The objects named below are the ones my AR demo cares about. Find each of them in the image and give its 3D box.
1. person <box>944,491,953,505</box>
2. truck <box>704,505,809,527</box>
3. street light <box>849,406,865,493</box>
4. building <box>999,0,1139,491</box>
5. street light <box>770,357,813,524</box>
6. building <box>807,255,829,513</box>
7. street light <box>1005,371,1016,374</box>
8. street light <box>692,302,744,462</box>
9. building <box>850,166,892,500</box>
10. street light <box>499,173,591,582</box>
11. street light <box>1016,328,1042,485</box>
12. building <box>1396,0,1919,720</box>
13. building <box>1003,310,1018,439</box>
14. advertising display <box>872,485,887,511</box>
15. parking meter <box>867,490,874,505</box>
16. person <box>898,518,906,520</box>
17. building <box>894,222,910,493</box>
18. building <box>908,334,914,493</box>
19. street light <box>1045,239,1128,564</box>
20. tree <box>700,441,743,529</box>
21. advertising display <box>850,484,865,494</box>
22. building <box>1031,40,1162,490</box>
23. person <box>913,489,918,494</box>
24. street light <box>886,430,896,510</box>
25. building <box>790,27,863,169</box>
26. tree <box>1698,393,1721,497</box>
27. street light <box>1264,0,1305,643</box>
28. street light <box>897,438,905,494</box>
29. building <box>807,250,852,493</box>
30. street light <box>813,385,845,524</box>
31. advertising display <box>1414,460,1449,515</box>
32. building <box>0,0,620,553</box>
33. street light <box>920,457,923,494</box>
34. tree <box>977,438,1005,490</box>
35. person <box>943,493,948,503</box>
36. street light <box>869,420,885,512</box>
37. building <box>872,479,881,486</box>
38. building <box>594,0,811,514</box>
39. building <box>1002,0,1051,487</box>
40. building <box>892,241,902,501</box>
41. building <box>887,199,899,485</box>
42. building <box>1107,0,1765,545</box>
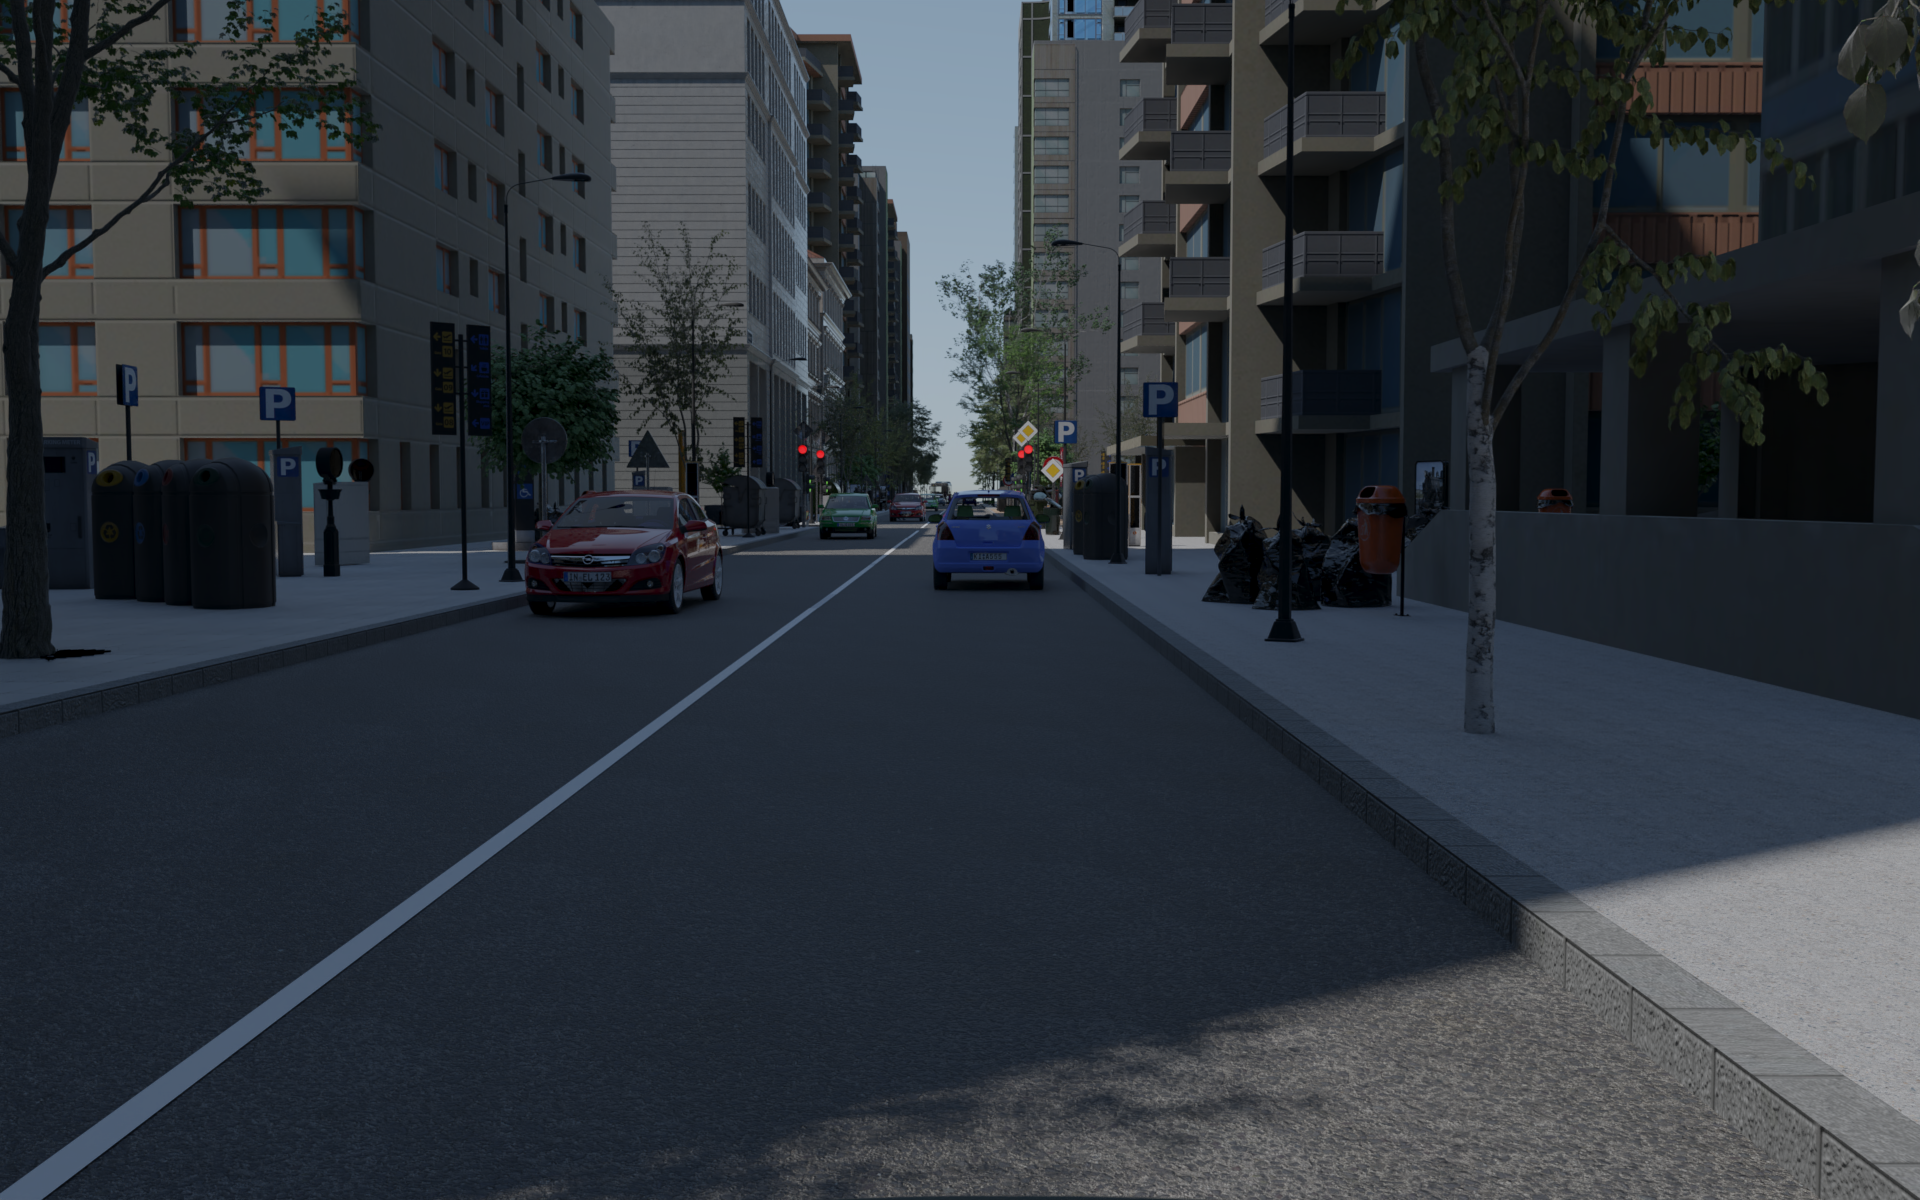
[{"bbox_3d":[-1.048,-9.813,169.619,1.217,1.739,0.721,-2,4,-33],"label":"person"},{"bbox_3d":[-15.681,-4.966,70.952,18.799,4.110,2.967,0,4,1],"label":"truck"},{"bbox_3d":[-5.767,-7.297,91.848,1.470,5.913,1.316,0,4,0],"label":"street light"},{"bbox_3d":[18.020,-59.883,291.764,22.319,86.520,31.000,0,4,0],"label":"building"},{"bbox_3d":[-5.888,-5.283,58.912,1.470,5.913,1.316,0,4,0],"label":"street light"},{"bbox_3d":[-14.806,-15.425,116.824,10.561,19.102,19.286,0,4,0],"label":"building"},{"bbox_3d":[2.418,-5.692,65.604,1.470,5.913,1.316,0,4,0],"label":"street light"},{"bbox_3d":[-5.913,-4.247,41.984,1.470,5.913,1.316,0,4,0],"label":"street light"},{"bbox_3d":[-16.021,-32.179,209.728,14.154,41.232,14.086,0,4,0],"label":"building"},{"bbox_3d":[-6.028,-3.221,25.201,1.470,5.913,1.316,0,4,0],"label":"street light"},{"bbox_3d":[2.396,-4.649,48.545,1.470,5.913,1.316,0,4,0],"label":"street light"},{"bbox_3d":[21.582,-19.678,13.619,32.217,40.220,23.993,0,4,0],"label":"building"},{"bbox_3d":[13.721,-30.537,270.980,14.160,30.474,14.107,0,4,0],"label":"building"},{"bbox_3d":[-6.047,-7.693,130.991,0.974,1.923,0.123,0,4,6],"label":"advertising display"},{"bbox_3d":[-5.813,-6.398,113.014,0.372,1.533,0.369,0,3,0],"label":"parking meter"},{"bbox_3d":[-3.166,-5.022,94.884,0.640,1.303,0.475,2,4,35],"label":"person"},{"bbox_3d":[-15.343,-38.887,285.907,14.600,45.320,14.200,0,4,0],"label":"building"},{"bbox_3d":[-15.330,-32.369,300.932,14.160,30.474,14.107,0,4,0],"label":"building"},{"bbox_3d":[2.368,-3.621,31.749,1.470,5.913,1.316,0,4,0],"label":"street light"},{"bbox_3d":[-8.610,-4.203,63.322,1.663,3.219,1.824,0,3,0],"label":"tree"},{"bbox_3d":[-6.548,-6.438,110.477,0.974,1.923,0.123,0,4,5],"label":"advertising display"},{"bbox_3d":[13.553,-29.149,160.176,14.154,41.232,14.086,0,4,0],"label":"building"},{"bbox_3d":[-3.822,-8.521,147.794,0.580,1.828,0.573,2,4,28],"label":"person"},{"bbox_3d":[-5.557,-9.350,125.414,1.470,5.913,1.316,0,4,0],"label":"street light"},{"bbox_3d":[-20.591,-31.121,163.446,22.147,44.769,28.867,0,4,0],"label":"building"},{"bbox_3d":[11.919,-2.067,28.405,1.663,3.219,1.824,0,3,0],"label":"tree"},{"bbox_3d":[2.294,-2.595,14.966,1.470,5.913,1.316,0,4,0],"label":"street light"},{"bbox_3d":[-5.505,-10.383,142.309,1.470,5.913,1.316,0,4,0],"label":"street light"},{"bbox_3d":[-15.018,-18.394,136.900,11.583,22.565,21.152,0,4,0],"label":"building"},{"bbox_3d":[-5.830,-6.216,74.180,1.470,5.913,1.316,0,4,0],"label":"street light"},{"bbox_3d":[8.945,-1.693,32.895,0.123,1.923,0.974,-1,4,-18],"label":"advertising display"},{"bbox_3d":[-27.283,-12.584,50.785,28.899,21.520,27.650,0,4,0],"label":"building"},{"bbox_3d":[-5.318,-14.018,201.734,1.470,5.913,1.316,0,4,0],"label":"street light"},{"bbox_3d":[3.661,-15.250,199.703,4.360,8.622,3.978,0,3,0],"label":"tree"},{"bbox_3d":[-1.854,-12.970,222.029,0.593,1.643,0.415,-3,5,-44],"label":"person"},{"bbox_3d":[-5.648,-8.324,108.631,1.470,5.913,1.316,0,4,0],"label":"street light"},{"bbox_3d":[-25.149,-30.514,190.792,32.217,40.220,23.993,0,4,0],"label":"building"},{"bbox_3d":[-14.770,-19.181,91.109,11.434,29.767,29.804,0,4,0],"label":"building"},{"bbox_3d":[16.705,-49.768,251.961,20.563,71.187,20.611,0,4,0],"label":"building"},{"bbox_3d":[-16.396,-35.983,271.920,14.154,41.232,14.086,0,4,0],"label":"building"},{"bbox_3d":[-20.187,-36.409,249.908,22.147,44.769,28.867,0,4,0],"label":"building"},{"bbox_3d":[16.026,-24.052,47.869,22.147,44.769,28.867,0,4,0],"label":"building"}]
